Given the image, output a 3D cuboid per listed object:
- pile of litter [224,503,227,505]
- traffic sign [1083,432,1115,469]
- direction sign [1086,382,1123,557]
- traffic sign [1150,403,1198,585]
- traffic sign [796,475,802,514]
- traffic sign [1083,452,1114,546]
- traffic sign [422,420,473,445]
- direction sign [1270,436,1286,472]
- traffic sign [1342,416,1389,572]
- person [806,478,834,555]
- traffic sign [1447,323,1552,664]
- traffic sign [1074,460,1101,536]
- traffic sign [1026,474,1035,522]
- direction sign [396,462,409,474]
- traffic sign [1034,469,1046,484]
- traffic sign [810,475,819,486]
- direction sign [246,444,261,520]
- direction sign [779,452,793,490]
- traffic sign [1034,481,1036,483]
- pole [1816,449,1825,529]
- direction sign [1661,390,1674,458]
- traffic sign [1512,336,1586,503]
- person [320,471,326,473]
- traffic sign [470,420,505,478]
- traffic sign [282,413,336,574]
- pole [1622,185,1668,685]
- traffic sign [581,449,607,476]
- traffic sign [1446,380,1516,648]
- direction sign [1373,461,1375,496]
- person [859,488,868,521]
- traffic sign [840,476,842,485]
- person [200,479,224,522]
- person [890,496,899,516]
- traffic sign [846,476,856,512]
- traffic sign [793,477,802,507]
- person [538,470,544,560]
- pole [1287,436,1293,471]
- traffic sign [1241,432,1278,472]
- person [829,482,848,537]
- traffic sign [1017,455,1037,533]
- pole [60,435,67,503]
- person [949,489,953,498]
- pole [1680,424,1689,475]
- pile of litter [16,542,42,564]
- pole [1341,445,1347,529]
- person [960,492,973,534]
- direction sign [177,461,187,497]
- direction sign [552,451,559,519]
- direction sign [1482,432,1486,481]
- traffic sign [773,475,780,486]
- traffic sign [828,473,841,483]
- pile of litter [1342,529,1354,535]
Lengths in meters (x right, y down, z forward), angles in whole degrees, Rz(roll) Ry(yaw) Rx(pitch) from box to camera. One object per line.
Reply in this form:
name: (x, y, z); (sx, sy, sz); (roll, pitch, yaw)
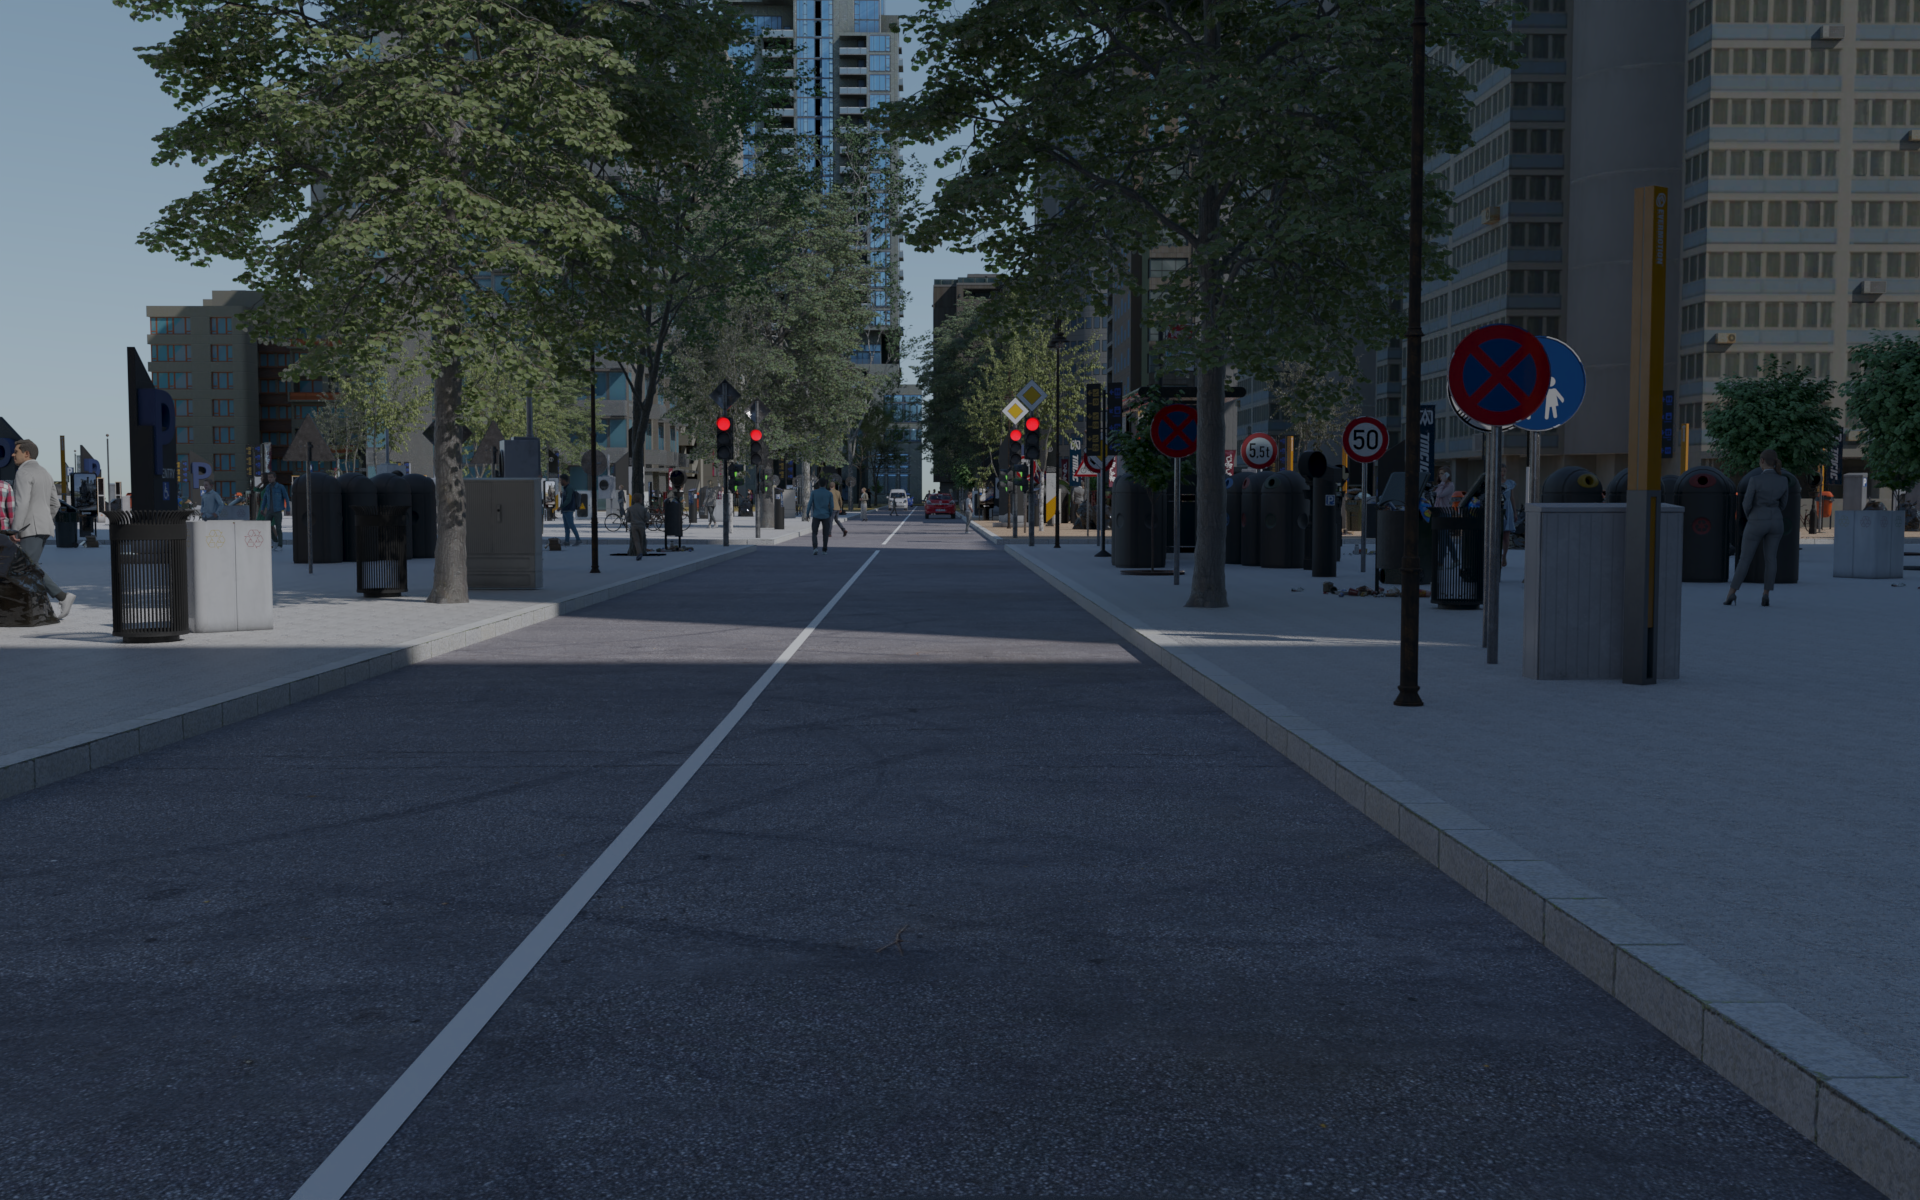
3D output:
pile of litter: (-36.378, -4.339, 84.914); (1.176, 0.858, 1.719); (2, 4, 25)
traffic sign: (3.007, -2.251, 36.537); (0.795, 2.593, 0.064); (0, 4, 6)
direction sign: (2.939, -2.652, 35.362); (0.876, 3.537, 0.379); (3, 5, 40)
traffic sign: (3.062, -1.486, 24.404); (0.768, 2.556, 0.104); (1, 4, 8)
traffic sign: (-10.437, -6.924, 113.306); (0.768, 2.556, 0.104); (0, 4, 6)
traffic sign: (3.410, -2.599, 42.597); (0.768, 2.556, 0.104); (0, 4, 7)
traffic sign: (-7.750, -1.618, 26.183); (0.795, 2.593, 0.064); (0, 4, 8)
direction sign: (12.381, -4.619, 67.522); (0.379, 3.537, 0.876); (-2, 4, -32)
traffic sign: (6.623, -1.729, 28.375); (0.768, 2.556, 0.104); (0, 4, 2)
person: (-3.300, -1.978, 40.867); (0.660, 1.820, 0.620); (0, 4, -7)
traffic sign: (4.031, -0.791, 13.034); (0.768, 2.556, 0.104); (0, 4, 3)
traffic sign: (3.882, -3.212, 52.524); (0.884, 2.594, 0.081); (0, 4, 2)
traffic sign: (2.756, -4.428, 72.512); (0.768, 2.556, 0.104); (0, 4, 4)
direction sign: (-38.943, -7.894, 121.066); (0.876, 3.537, 0.379); (-2, 4, -24)
traffic sign: (4.118, -5.397, 88.353); (0.768, 2.556, 0.104); (0, 4, 7)
traffic sign: (-9.429, -6.797, 110.871); (0.795, 2.593, 0.064); (0, 4, 6)
direction sign: (-32.165, -5.316, 78.911); (0.876, 3.537, 0.379); (2, 4, 23)
direction sign: (-9.372, -6.196, 93.302); (0.876, 3.537, 0.379); (2, 4, 25)
traffic sign: (3.729, -5.564, 91.078); (0.768, 2.556, 0.104); (0, 4, 8)
pole: (31.425, -4.245, 63.250); (0.158, 3.312, 0.155); (0, 3, 0)
direction sign: (15.278, -2.821, 38.114); (0.379, 3.537, 0.876); (-2, 4, -33)
traffic sign: (4.655, -0.852, 14.043); (0.768, 2.556, 0.104); (0, 4, 1)
person: (-14.881, -2.103, 40.436); (0.555, 1.821, 0.388); (-1, 4, -22)
traffic sign: (-8.204, -1.864, 30.482); (0.884, 2.594, 0.081); (0, 4, 7)
traffic sign: (-10.482, -1.706, 27.890); (0.884, 2.594, 0.081); (0, 4, 4)
pole: (4.594, -1.087, 11.611); (0.158, 3.312, 0.155); (0, 3, 0)
traffic sign: (-10.395, -3.003, 49.201); (0.768, 2.556, 0.104); (0, 4, 6)
traffic sign: (4.408, -0.874, 14.398); (0.768, 2.556, 0.104); (0, 4, 3)
direction sign: (18.009, -5.101, 75.397); (0.379, 3.537, 0.876); (1, 4, 11)
person: (-5.066, -4.993, 90.689); (0.362, 1.759, 0.519); (-3, 4, -38)
traffic sign: (-8.147, -6.974, 114.126); (0.768, 2.556, 0.104); (0, 4, 2)
person: (-15.904, -1.767, 36.739); (0.589, 1.601, 0.330); (2, 4, 29)
person: (-4.269, -6.104, 112.578); (0.640, 1.303, 0.475); (0, 4, -8)
traffic sign: (-7.838, -7.601, 124.379); (0.768, 2.556, 0.104); (0, 4, 4)
traffic sign: (-9.918, -6.339, 105.766); (0.606, 2.300, 0.079); (0, 4, 3)
person: (-8.265, -1.659, 33.508); (0.444, 1.785, 0.601); (1, 4, 20)
pole: (11.634, -4.114, 61.103); (0.158, 3.312, 0.155); (0, 3, 0)
traffic sign: (6.164, -2.180, 35.751); (0.768, 2.556, 0.104); (0, 4, 3)
person: (-4.167, -3.027, 57.906); (0.836, 1.842, 0.656); (0, 4, 4)
traffic sign: (2.139, -3.477, 56.953); (0.768, 2.556, 0.104); (0, 4, 7)
pole: (-31.149, -4.058, 60.186); (0.158, 3.312, 0.155); (0, 3, 0)
person: (-0.705, -7.031, 123.632); (0.526, 1.800, 0.537); (-1, 4, -15)
pole: (21.008, -3.451, 50.274); (0.158, 3.312, 0.155); (0, 3, 0)
pile of litter: (-17.641, -1.085, 31.697); (1.719, 0.858, 1.176); (2, 4, 34)
pole: (14.122, -4.268, 63.622); (0.158, 3.312, 0.155); (0, 3, 0)
person: (0.290, -3.153, 62.642); (0.503, 1.515, 0.523); (3, 4, 38)
direction sign: (-52.822, -7.679, 117.555); (0.379, 3.537, 0.876); (2, 4, 29)
direction sign: (-21.280, -6.044, 90.823); (0.379, 3.537, 0.876); (1, 4, 22)
direction sign: (12.010, -2.911, 39.598); (0.379, 3.537, 0.876); (2, 4, 24)
traffic sign: (-12.296, -7.005, 114.637); (0.768, 2.556, 0.104); (0, 4, 4)
traffic sign: (-7.701, -6.497, 106.329); (0.768, 2.556, 0.104); (0, 4, 2)
pile of litter: (11.768, -2.506, 54.942); (1.176, 0.858, 1.719); (-1, 4, -19)
